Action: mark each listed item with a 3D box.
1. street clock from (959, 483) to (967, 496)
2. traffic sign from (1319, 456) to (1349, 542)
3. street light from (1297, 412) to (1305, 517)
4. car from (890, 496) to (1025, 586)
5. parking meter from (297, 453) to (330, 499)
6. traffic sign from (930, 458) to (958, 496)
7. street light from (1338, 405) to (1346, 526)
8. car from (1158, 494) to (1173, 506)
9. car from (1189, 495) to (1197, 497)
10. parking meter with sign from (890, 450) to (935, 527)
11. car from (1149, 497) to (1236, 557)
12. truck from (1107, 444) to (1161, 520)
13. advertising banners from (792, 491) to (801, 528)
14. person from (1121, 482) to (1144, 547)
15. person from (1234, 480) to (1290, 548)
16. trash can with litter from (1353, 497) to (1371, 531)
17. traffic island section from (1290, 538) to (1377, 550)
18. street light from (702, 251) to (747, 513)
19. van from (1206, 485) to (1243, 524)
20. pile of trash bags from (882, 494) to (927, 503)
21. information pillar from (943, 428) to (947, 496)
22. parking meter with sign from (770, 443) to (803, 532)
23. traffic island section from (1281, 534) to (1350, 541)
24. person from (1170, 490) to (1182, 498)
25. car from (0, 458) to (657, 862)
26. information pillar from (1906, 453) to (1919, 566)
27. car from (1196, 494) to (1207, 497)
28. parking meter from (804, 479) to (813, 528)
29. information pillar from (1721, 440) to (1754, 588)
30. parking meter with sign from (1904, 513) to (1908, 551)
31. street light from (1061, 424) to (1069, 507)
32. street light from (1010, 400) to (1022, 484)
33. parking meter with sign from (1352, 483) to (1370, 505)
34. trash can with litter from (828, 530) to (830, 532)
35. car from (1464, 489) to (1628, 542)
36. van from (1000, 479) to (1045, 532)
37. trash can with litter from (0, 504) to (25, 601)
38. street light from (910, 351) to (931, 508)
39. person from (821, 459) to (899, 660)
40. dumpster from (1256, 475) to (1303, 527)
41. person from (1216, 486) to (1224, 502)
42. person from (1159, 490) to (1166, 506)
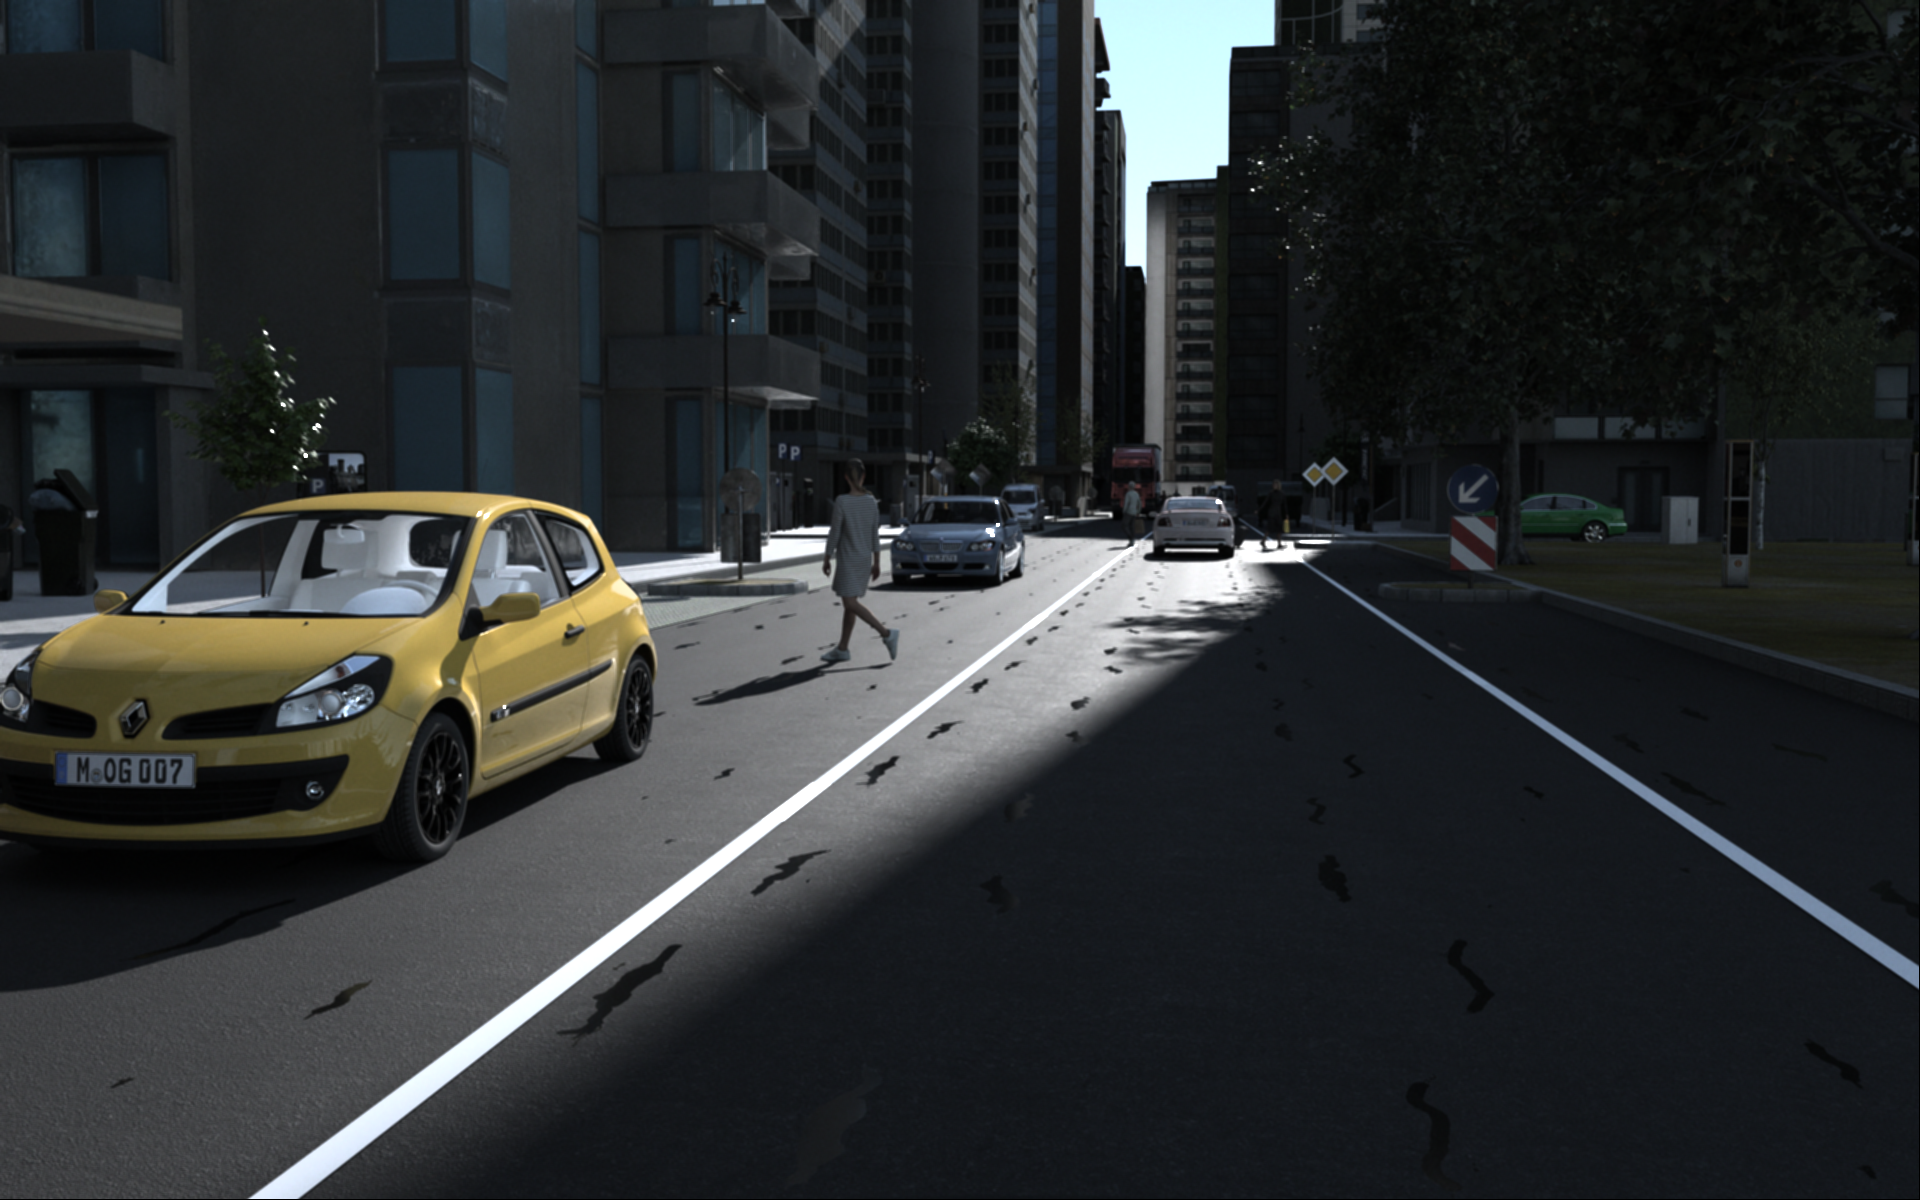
[{"bbox_3d":[0.186,-4.941,85.353,0.358,2.002,0.471,-3,5,-40],"label":"street clock"},{"bbox_3d":[9.951,-2.601,46.167,0.795,2.450,0.064,0,4,8],"label":"traffic sign"},{"bbox_3d":[19.281,-7.656,97.961,0.468,5.910,1.993,0,4,8],"label":"street light"},{"bbox_3d":[0.036,-1.025,28.755,2.014,1.417,4.499,1,4,9],"label":"car"},{"bbox_3d":[-9.268,-1.171,24.855,0.399,1.863,0.255,-3,5,-41],"label":"parking meter"},{"bbox_3d":[-0.439,-2.691,47.637,0.795,2.450,0.064,0,4,8],"label":"traffic sign"},{"bbox_3d":[15.220,-5.856,68.539,0.468,5.910,1.993,0,4,8],"label":"street light"},{"bbox_3d":[24.153,-11.730,203.783,2.014,1.417,4.499,1,4,9],"label":"car"},{"bbox_3d":[19.691,-8.085,144.766,1.945,1.354,3.894,0,4,6],"label":"car"},{"bbox_3d":[-1.895,-4.414,68.430,1.738,3.016,0.543,-1,4,-23],"label":"parking meter with sign"},{"bbox_3d":[5.498,-1.747,40.924,2.083,1.381,4.827,0,4,7],"label":"car"},{"bbox_3d":[10.095,-6.733,99.002,2.839,4.237,11.283,1,4,8],"label":"truck"},{"bbox_3d":[-6.912,-4.239,65.491,2.074,3.025,0.090,2,4,27],"label":"advertising banners"},{"bbox_3d":[4.762,-2.350,47.401,0.515,1.767,0.782,3,5,44],"label":"person"},{"bbox_3d":[7.996,-2.275,45.906,1.509,1.804,0.699,2,4,29],"label":"person"},{"bbox_3d":[14.003,-2.968,59.906,0.624,1.170,1.055,-1,4,-10],"label":"trash can with litter"},{"bbox_3d":[9.975,-1.465,46.240,2.009,0.180,2.903,0,4,8],"label":"traffic island section"},{"bbox_3d":[-4.471,-3.691,33.133,0.468,5.910,1.993,0,4,8],"label":"street light"},{"bbox_3d":[12.815,-4.751,84.682,2.013,2.044,4.112,1,4,9],"label":"van"},{"bbox_3d":[-2.960,-5.296,96.345,3.447,1.369,1.912,-1,4,-19],"label":"pile of trash bags"},{"bbox_3d":[-0.536,-4.288,61.461,0.183,3.616,0.504,-1,4,-10],"label":"information pillar"},{"bbox_3d":[-6.358,-4.003,61.716,0.543,3.016,1.738,2,4,33],"label":"parking meter with sign"},{"bbox_3d":[11.083,-1.949,54.149,2.009,0.180,2.903,0,4,8],"label":"traffic island section"},{"bbox_3d":[19.356,-8.949,154.906,1.350,1.814,0.705,0,4,-1],"label":"person"},{"bbox_3d":[-2.719,0.133,8.045,2.015,1.641,3.980,0,4,7],"label":"car"},{"bbox_3d":[17.042,-1.606,30.749,0.304,2.012,0.304,1,4,14],"label":"information pillar"},{"bbox_3d":[19.677,-7.968,139.071,1.959,1.807,4.718,1,4,10],"label":"car"},{"bbox_3d":[-5.772,-3.689,66.022,0.255,1.863,0.399,-2,4,-24],"label":"parking meter"},{"bbox_3d":[10.638,-1.175,23.706,0.304,2.012,0.304,1,4,12],"label":"information pillar"},{"bbox_3d":[22.020,-2.625,39.173,1.738,3.016,0.543,-3,4,-36],"label":"parking meter with sign"},{"bbox_3d":[7.011,-8.702,115.067,0.468,5.910,1.993,0,4,8],"label":"street light"},{"bbox_3d":[2.780,-6.888,85.414,0.468,5.910,1.993,0,4,8],"label":"street light"},{"bbox_3d":[24.028,-6.476,102.142,1.738,3.016,0.543,1,4,9],"label":"parking meter with sign"},{"bbox_3d":[-3.645,-2.908,58.607,1.678,1.210,2.233,-1,4,-12],"label":"trash can with litter"},{"bbox_3d":[16.499,-2.483,49.388,4.718,1.807,1.959,0,4,7],"label":"car"},{"bbox_3d":[2.315,-3.646,66.626,2.013,2.044,4.112,0,4,7],"label":"van"},{"bbox_3d":[-11.489,-0.560,20.546,0.624,1.170,1.055,-1,4,-22],"label":"trash can with litter"},{"bbox_3d":[-1.277,-5.089,55.991,0.468,5.910,1.993,0,4,8],"label":"street light"},{"bbox_3d":[-0.853,-0.342,14.835,0.760,1.731,0.466,1,4,18],"label":"person"},{"bbox_3d":[13.773,-4.267,74.720,1.985,2.255,1.502,0,4,8],"label":"dumpster"},{"bbox_3d":[12.184,-4.422,80.830,0.654,1.822,0.581,1,4,9],"label":"person"},{"bbox_3d":[17.265,-8.465,147.625,0.721,1.743,1.217,-1,4,-22],"label":"person"}]
